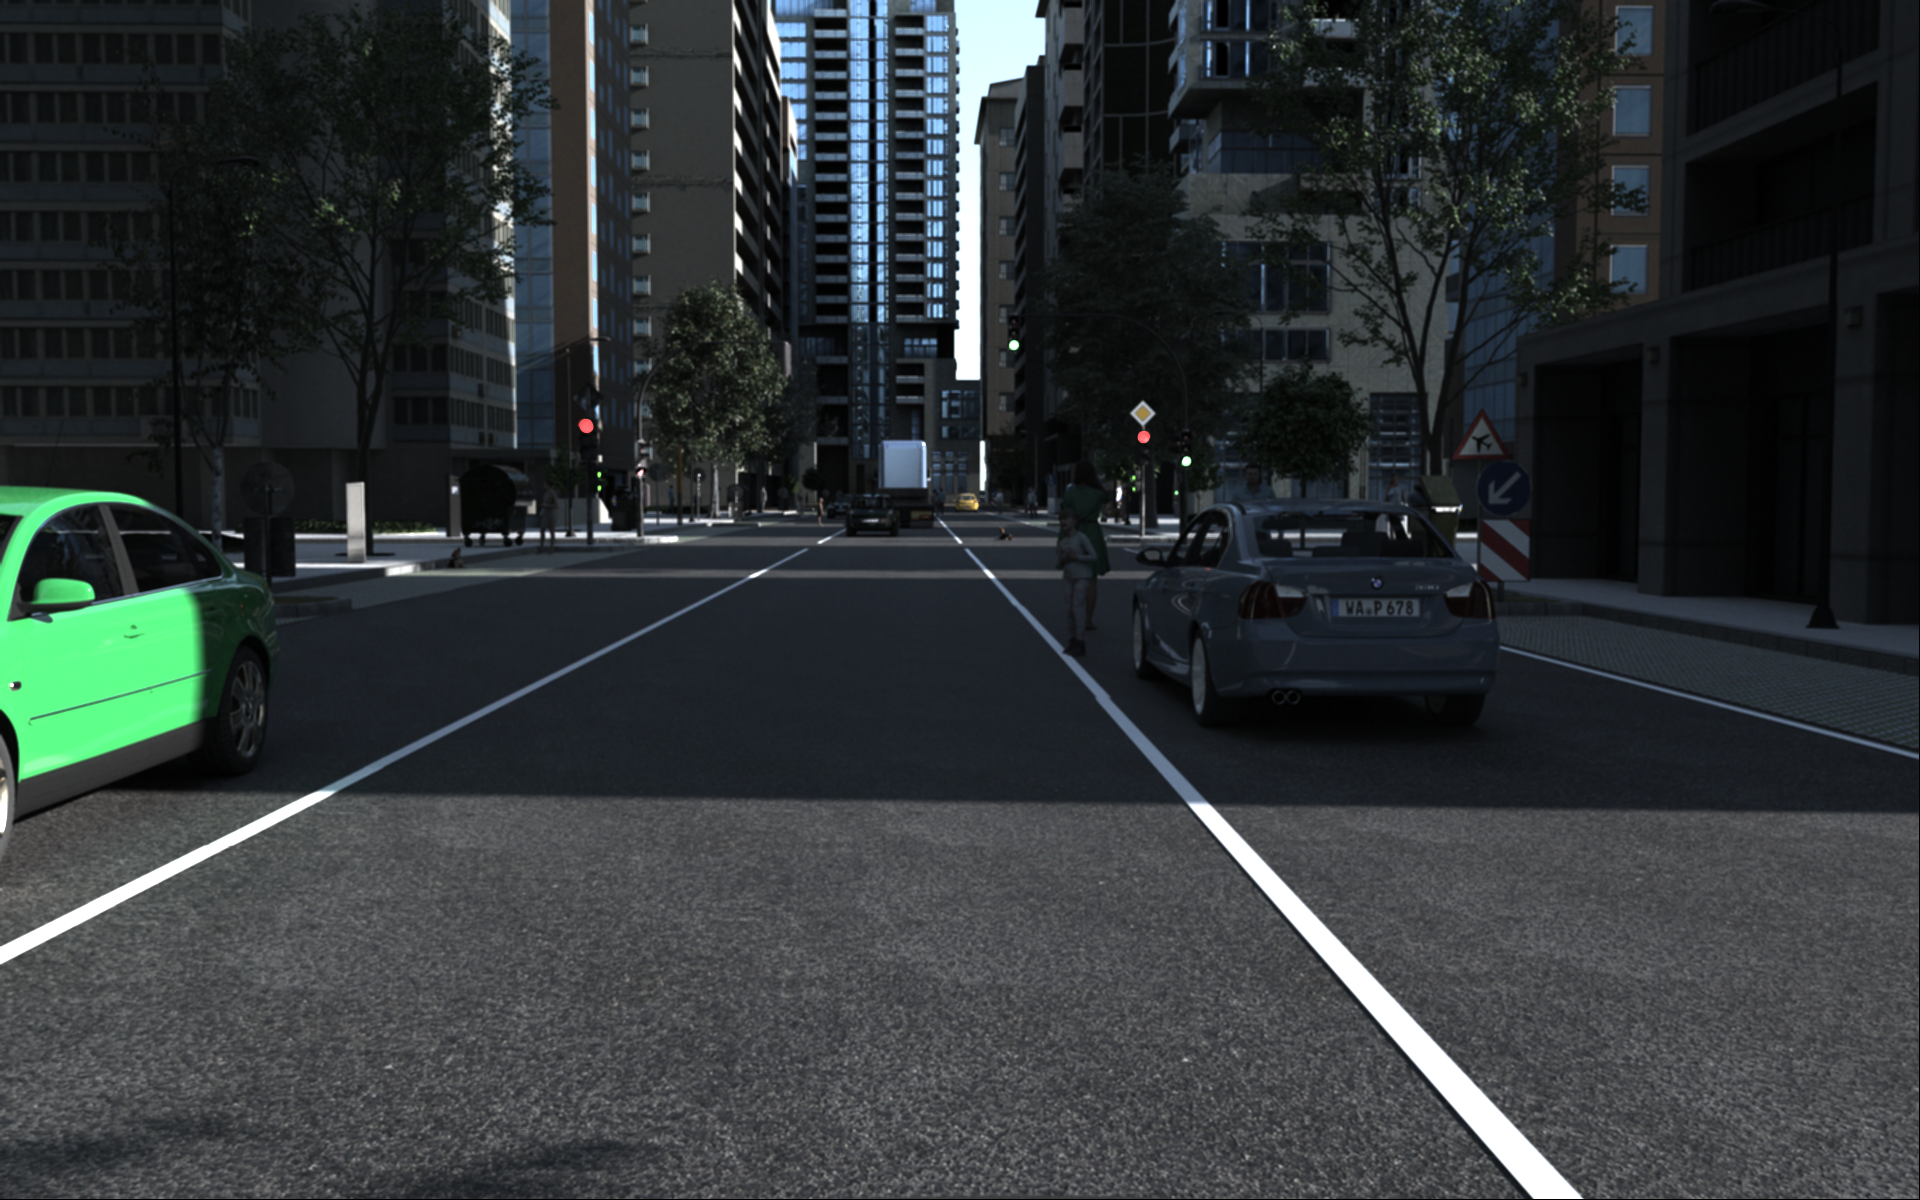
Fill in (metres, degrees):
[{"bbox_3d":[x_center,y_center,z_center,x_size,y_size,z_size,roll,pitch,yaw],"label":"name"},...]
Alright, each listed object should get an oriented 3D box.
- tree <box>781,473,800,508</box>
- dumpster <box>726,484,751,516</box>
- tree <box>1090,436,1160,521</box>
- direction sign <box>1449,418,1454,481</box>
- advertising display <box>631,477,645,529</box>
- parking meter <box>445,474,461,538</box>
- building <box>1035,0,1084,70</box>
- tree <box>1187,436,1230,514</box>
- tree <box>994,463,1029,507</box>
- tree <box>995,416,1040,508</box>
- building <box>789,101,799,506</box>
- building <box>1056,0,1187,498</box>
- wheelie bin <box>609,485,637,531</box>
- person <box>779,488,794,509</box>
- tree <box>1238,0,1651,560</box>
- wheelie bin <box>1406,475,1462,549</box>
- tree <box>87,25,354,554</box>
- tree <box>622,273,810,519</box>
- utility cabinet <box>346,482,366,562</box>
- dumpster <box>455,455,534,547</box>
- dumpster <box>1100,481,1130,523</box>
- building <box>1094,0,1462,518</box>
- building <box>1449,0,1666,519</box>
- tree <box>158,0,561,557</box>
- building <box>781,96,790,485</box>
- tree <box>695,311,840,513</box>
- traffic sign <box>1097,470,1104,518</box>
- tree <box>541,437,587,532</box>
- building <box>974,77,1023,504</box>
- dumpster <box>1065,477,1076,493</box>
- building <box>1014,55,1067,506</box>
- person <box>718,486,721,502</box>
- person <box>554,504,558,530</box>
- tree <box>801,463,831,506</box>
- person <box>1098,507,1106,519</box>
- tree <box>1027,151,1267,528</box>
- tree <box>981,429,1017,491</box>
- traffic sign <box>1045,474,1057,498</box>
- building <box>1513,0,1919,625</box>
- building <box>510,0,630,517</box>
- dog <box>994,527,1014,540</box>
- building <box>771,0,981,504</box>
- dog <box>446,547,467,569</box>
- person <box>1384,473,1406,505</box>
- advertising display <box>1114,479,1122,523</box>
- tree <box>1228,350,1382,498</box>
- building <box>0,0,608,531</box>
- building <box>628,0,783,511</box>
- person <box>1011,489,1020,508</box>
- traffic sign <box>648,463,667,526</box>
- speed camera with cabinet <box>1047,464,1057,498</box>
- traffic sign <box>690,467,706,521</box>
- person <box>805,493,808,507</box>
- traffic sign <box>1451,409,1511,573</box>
[{"bbox_3d":[-15.255,-9.818,155.120,1.663,3.219,1.824,0,3,0],"label":"tree"},{"bbox_3d":[-12.813,-5.767,100.046,1.264,1.857,1.865,0,4,-1],"label":"dumpster"},{"bbox_3d":[7.671,-5.990,81.653,4.285,4.588,4.351,0,3,0],"label":"tree"},{"bbox_3d":[14.668,-3.656,51.774,0.379,3.537,0.876,1,4,11],"label":"direction sign"},{"bbox_3d":[-11.950,-3.612,64.277,0.123,1.923,0.974,1,4,13],"label":"advertising display"},{"bbox_3d":[-14.987,-2.785,51.239,0.399,1.863,0.255,-3,5,-43],"label":"parking meter"},{"bbox_3d":[22.328,-35.175,164.352,28.713,52.752,27.495,0,4,-1],"label":"building"},{"bbox_3d":[7.914,-3.872,57.913,1.663,3.219,1.824,0,3,0],"label":"tree"},{"bbox_3d":[5.011,-11.319,168.773,4.285,4.588,4.351,0,3,0],"label":"tree"},{"bbox_3d":[5.328,-13.058,163.854,4.737,8.622,4.395,0,3,0],"label":"tree"},{"bbox_3d":[-25.487,-33.114,191.521,14.200,45.320,14.600,0,4,-1],"label":"building"},{"bbox_3d":[18.918,-42.901,139.688,20.563,71.187,20.611,0,4,-1],"label":"building"},{"bbox_3d":[-11.671,-3.179,59.889,0.693,1.594,0.980,1,4,13],"label":"wheelie bin"},{"bbox_3d":[-15.215,-8.920,151.980,1.348,1.812,0.705,0,4,4],"label":"person"},{"bbox_3d":[9.138,-6.581,33.353,9.928,11.665,9.643,0,3,0],"label":"tree"},{"bbox_3d":[7.977,-1.308,29.289,0.980,1.594,0.693,-1,4,-22],"label":"wheelie bin"},{"bbox_3d":[-12.009,-4.746,27.956,4.360,8.622,3.978,0,3,0],"label":"tree"},{"bbox_3d":[-12.849,-10.600,90.315,9.611,12.733,9.660,0,3,0],"label":"tree"},{"bbox_3d":[-11.346,-1.457,32.507,0.318,1.500,1.173,-1,4,-17],"label":"utility cabinet"},{"bbox_3d":[-11.411,-2.442,42.428,1.502,2.255,1.985,0,4,-1],"label":"dumpster"},{"bbox_3d":[7.000,-4.433,78.236,1.264,1.857,1.865,0,4,-1],"label":"dumpster"},{"bbox_3d":[20.818,-48.288,102.180,22.319,86.520,31.000,0,4,-1],"label":"building"},{"bbox_3d":[26.614,-25.168,61.607,14.200,45.320,14.600,0,4,-1],"label":"building"},{"bbox_3d":[-12.246,-6.730,35.785,9.928,11.665,9.643,0,3,0],"label":"tree"},{"bbox_3d":[-25.519,-32.182,176.293,14.600,45.320,14.200,0,4,-1],"label":"building"},{"bbox_3d":[-13.637,-12.635,116.959,12.009,13.543,11.850,0,3,0],"label":"tree"},{"bbox_3d":[7.030,-5.248,85.914,0.768,2.556,0.104,0,4,1],"label":"traffic sign"},{"bbox_3d":[-13.579,-3.950,59.178,1.663,3.219,1.824,0,3,0],"label":"tree"},{"bbox_3d":[15.992,-39.056,227.803,27.495,52.752,28.713,0,4,-1],"label":"building"},{"bbox_3d":[6.472,-5.567,93.509,1.502,2.255,1.985,0,4,-2],"label":"dumpster"},{"bbox_3d":[17.180,-34.566,188.860,21.300,48.544,21.600,0,4,-1],"label":"building"},{"bbox_3d":[-16.278,-6.705,115.929,0.793,1.790,0.793,2,4,24],"label":"person"},{"bbox_3d":[-14.341,-3.105,61.056,0.306,1.304,0.590,-1,4,-16],"label":"person"},{"bbox_3d":[-15.389,-12.292,184.694,4.285,4.588,4.351,0,3,0],"label":"tree"},{"bbox_3d":[7.277,-4.801,88.782,0.590,1.304,0.306,-1,4,-21],"label":"person"},{"bbox_3d":[7.194,-9.678,64.883,9.857,13.997,8.962,0,3,0],"label":"tree"},{"bbox_3d":[4.391,-14.830,192.826,4.360,8.622,3.978,0,3,0],"label":"tree"},{"bbox_3d":[5.881,-6.836,111.870,0.768,2.556,0.104,0,4,4],"label":"traffic sign"},{"bbox_3d":[19.105,-35.270,14.919,20.563,71.187,20.611,0,4,-1],"label":"building"},{"bbox_3d":[-26.606,-27.358,97.418,14.600,45.320,14.200,0,4,-1],"label":"building"},{"bbox_3d":[1.383,-2.065,53.951,0.550,0.427,0.748,-1,4,-13],"label":"dog"},{"bbox_3d":[-13.177,-55.643,222.428,31.000,86.520,22.319,0,4,-1],"label":"building"},{"bbox_3d":[-9.658,-0.808,33.408,0.550,0.427,0.748,1,4,8],"label":"dog"},{"bbox_3d":[10.744,-2.246,42.862,0.616,1.811,0.778,2,4,33],"label":"person"},{"bbox_3d":[6.972,-4.360,76.496,0.123,1.923,0.974,1,4,19],"label":"advertising display"},{"bbox_3d":[7.910,-3.417,39.586,4.285,4.588,4.351,0,3,0],"label":"tree"},{"bbox_3d":[-31.950,-23.150,70.383,32.217,40.220,23.993,0,4,-1],"label":"building"},{"bbox_3d":[-27.774,-32.687,158.138,21.300,48.544,21.600,0,4,-1],"label":"building"},{"bbox_3d":[5.045,-9.181,156.683,0.750,1.759,0.617,-3,5,-45],"label":"person"},{"bbox_3d":[-12.317,-4.308,70.535,0.768,2.556,0.104,0,4,-1],"label":"traffic sign"},{"bbox_3d":[6.142,-7.430,115.815,0.660,3.252,2.038,0,4,4],"label":"speed camera with cabinet"},{"bbox_3d":[-12.465,-5.038,82.470,0.768,2.556,0.104,0,4,6],"label":"traffic sign"},{"bbox_3d":[-15.589,-10.198,176.034,0.557,1.426,1.065,0,4,3],"label":"person"},{"bbox_3d":[7.990,-1.627,26.601,0.884,2.594,0.081,0,4,7],"label":"traffic sign"}]
